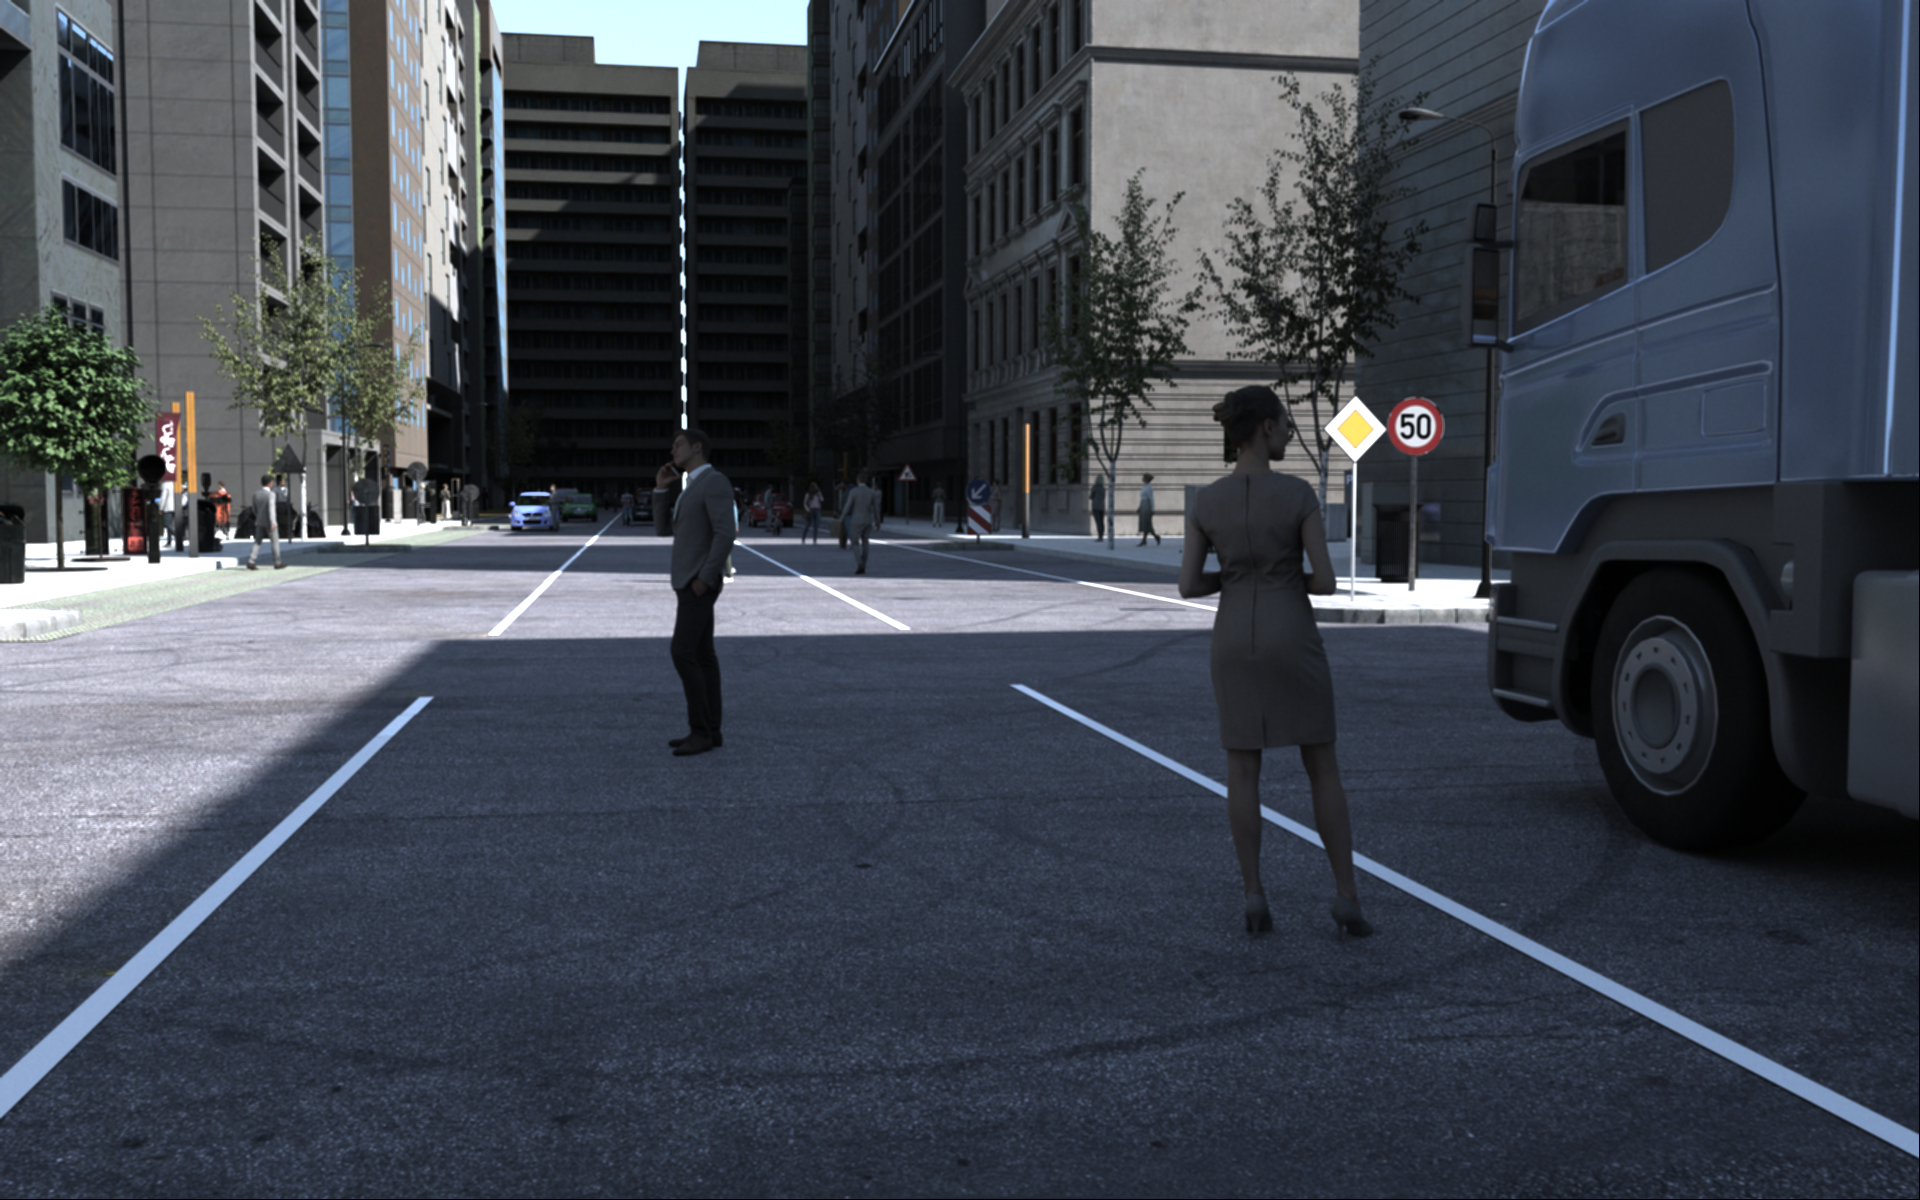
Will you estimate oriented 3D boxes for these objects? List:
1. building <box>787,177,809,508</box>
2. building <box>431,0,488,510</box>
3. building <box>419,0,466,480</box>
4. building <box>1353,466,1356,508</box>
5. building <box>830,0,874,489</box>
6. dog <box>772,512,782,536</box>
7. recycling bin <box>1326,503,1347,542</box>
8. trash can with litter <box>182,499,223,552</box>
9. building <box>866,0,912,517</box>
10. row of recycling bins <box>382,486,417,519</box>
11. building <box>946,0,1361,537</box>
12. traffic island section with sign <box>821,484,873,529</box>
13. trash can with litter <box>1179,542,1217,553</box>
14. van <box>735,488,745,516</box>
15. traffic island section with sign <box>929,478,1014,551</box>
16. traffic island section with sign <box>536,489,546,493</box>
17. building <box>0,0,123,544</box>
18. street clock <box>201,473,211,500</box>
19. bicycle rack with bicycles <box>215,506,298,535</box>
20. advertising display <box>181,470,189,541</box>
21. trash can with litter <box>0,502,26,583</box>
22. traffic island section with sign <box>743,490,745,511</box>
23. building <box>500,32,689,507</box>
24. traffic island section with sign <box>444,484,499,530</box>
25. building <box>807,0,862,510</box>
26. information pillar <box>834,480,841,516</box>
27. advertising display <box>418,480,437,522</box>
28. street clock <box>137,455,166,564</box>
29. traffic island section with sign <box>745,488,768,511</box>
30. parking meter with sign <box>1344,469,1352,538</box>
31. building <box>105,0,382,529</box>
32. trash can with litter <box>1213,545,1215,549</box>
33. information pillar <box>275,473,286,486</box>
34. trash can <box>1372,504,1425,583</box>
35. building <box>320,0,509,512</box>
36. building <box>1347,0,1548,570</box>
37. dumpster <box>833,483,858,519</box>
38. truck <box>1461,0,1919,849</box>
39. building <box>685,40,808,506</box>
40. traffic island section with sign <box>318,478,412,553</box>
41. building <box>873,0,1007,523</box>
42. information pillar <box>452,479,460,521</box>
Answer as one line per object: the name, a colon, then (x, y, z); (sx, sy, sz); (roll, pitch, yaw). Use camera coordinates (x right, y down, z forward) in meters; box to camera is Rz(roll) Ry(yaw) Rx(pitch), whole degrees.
building: (-9.180, -23.838, 161.456); (14.160, 30.474, 14.107); (-1, 4, -10)
building: (-45.544, -27.732, 137.018); (14.154, 41.232, 14.086); (-1, 4, -10)
building: (-48.395, -32.159, 115.046); (28.713, 52.752, 27.495); (-1, 4, -10)
building: (29.971, -31.416, 205.534); (23.993, 40.220, 32.217); (-1, 4, -10)
building: (5.288, -32.878, 126.798); (28.713, 52.752, 27.495); (-1, 4, -10)
dog: (-6.231, -2.635, 59.922); (0.513, 0.831, 0.800); (2, 4, 25)
recycling bin: (9.949, -2.093, 46.783); (0.722, 1.027, 0.722); (-3, 5, -39)
trash can with litter: (-16.685, -1.642, 38.231); (0.624, 1.170, 1.055); (0, 4, -8)
building: (2.073, -27.839, 105.279); (14.600, 45.320, 14.200); (-1, 4, -10)
row of recycling bins: (-28.818, -5.006, 88.966); (3.534, 1.692, 1.069); (-3, 4, -37)
building: (7.040, -13.816, 62.049); (11.583, 22.565, 21.152); (-1, 4, -10)
traffic island section with sign: (-4.725, -3.865, 71.828); (1.989, 1.847, 2.006); (-1, 4, -10)
trash can with litter: (5.614, -1.668, 38.327); (1.678, 1.210, 2.233); (-1, 4, -11)
van: (-15.376, -6.655, 115.821); (2.013, 2.044, 4.112); (-1, 4, -10)
traffic island section with sign: (0.238, -2.216, 44.861); (1.989, 1.847, 2.006); (-1, 4, -10)
traffic island section with sign: (-28.530, -6.705, 118.261); (1.989, 1.847, 2.006); (-1, 4, -10)
building: (-30.997, -43.997, 32.022); (22.319, 86.520, 31.000); (-1, 4, -10)
street clock: (-25.888, -3.361, 59.521); (0.358, 2.002, 0.471); (-2, 4, -34)
bicycle rack with bicycles: (-22.144, -2.525, 54.661); (2.852, 0.926, 2.925); (-3, 4, -36)
advertising display: (-21.234, -2.582, 47.422); (0.123, 1.923, 0.974); (-1, 4, -9)
trash can with litter: (-13.799, -0.829, 24.946); (0.624, 1.170, 1.055); (-2, 4, -30)
traffic island section with sign: (-18.583, -8.475, 147.191); (1.989, 1.847, 2.006); (-1, 4, -10)
building: (-41.079, -34.476, 187.386); (21.600, 48.544, 21.300); (-1, 4, -10)
traffic island section with sign: (-19.535, -3.712, 69.326); (1.989, 1.847, 2.006); (-1, 4, -10)
building: (-5.967, -28.293, 146.185); (14.154, 41.232, 14.086); (-1, 4, -10)
information pillar: (-6.334, -5.238, 90.137); (0.304, 2.012, 0.304); (-3, 4, -37)
advertising display: (-24.316, -4.515, 79.035); (0.974, 1.923, 0.123); (1, 4, 15)
street clock: (-14.904, -1.676, 31.978); (0.471, 2.002, 0.358); (-2, 4, -32)
traffic island section with sign: (-13.717, -6.853, 120.677); (1.989, 1.847, 2.006); (-1, 4, -10)
parking meter with sign: (11.701, -3.361, 51.213); (1.738, 3.016, 0.543); (-3, 5, -39)
building: (-35.959, -38.738, 71.618); (20.563, 71.187, 20.611); (-1, 4, -10)
trash can with litter: (6.394, -1.793, 40.710); (0.624, 1.170, 1.055); (3, 4, 38)
information pillar: (-24.120, -3.489, 61.530); (0.304, 2.012, 0.304); (0, 4, -6)
trash can: (6.343, -0.823, 25.111); (0.748, 1.137, 0.748); (0, 3, 0)
building: (-48.063, -30.782, 153.399); (14.200, 45.320, 14.600); (-1, 4, -10)
building: (23.541, -15.562, 31.929); (29.804, 29.767, 11.434); (-1, 4, -10)
dumpster: (-5.769, -5.056, 88.424); (1.264, 1.857, 1.865); (-1, 4, -10)
truck: (5.314, -0.637, 0.172); (2.967, 4.110, 18.799); (-1, 4, -11)
building: (-19.561, -34.690, 190.883); (21.600, 48.544, 21.300); (-1, 4, -10)
traffic island section with sign: (-14.625, -2.082, 42.673); (1.989, 1.847, 2.006); (-1, 4, -10)
building: (4.335, -17.804, 84.601); (14.314, 27.812, 24.014); (-1, 4, -10)
information pillar: (-24.374, -4.849, 83.779); (0.304, 2.012, 0.304); (0, 4, 0)
